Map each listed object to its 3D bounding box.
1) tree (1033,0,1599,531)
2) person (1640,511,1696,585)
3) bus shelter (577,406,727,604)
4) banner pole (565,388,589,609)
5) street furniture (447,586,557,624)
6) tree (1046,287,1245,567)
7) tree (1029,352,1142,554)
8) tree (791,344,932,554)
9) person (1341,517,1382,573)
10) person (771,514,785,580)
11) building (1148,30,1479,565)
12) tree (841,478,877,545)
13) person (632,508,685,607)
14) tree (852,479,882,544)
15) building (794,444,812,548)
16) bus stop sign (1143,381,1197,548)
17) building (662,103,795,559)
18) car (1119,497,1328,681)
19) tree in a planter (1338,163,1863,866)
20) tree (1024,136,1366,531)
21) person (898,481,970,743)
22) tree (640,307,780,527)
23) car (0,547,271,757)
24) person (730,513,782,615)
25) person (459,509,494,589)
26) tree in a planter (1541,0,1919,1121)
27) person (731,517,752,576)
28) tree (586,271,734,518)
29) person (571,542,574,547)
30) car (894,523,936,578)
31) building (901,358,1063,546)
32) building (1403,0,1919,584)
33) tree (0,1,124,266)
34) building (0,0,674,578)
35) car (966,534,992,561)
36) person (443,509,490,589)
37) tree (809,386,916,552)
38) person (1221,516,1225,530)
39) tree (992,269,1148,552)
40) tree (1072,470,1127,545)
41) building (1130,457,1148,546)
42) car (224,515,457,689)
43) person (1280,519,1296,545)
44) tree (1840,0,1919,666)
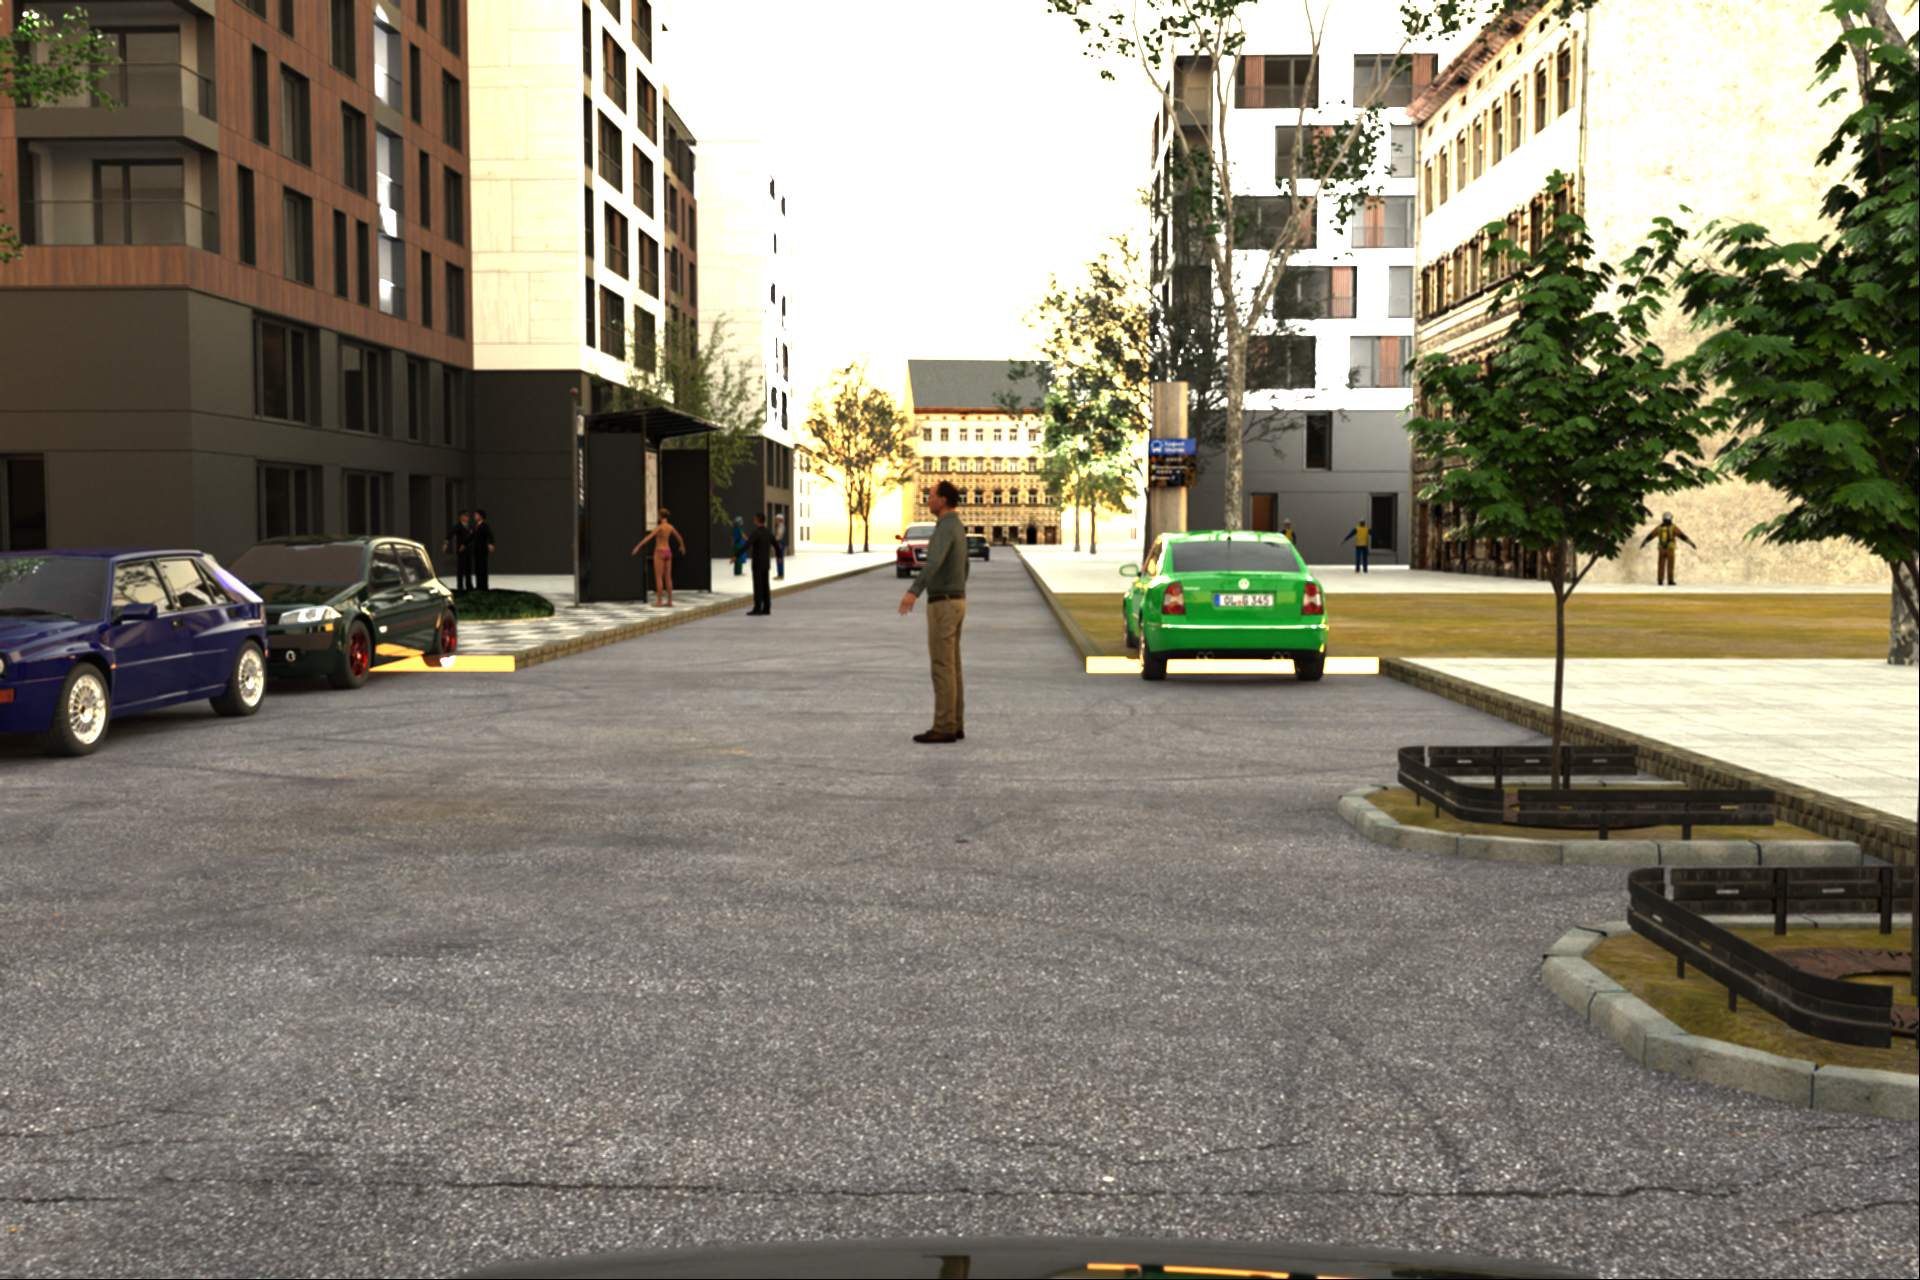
[{"bbox_3d":[7.211,-11.099,37.357,12.611,20.169,13.585,0,3,0],"label":"tree"},{"bbox_3d":[17.771,-2.310,43.530,1.354,1.858,0.705,3,4,39],"label":"person"},{"bbox_3d":[-6.140,-2.676,35.039,1.731,3.624,6.357,0,4,3],"label":"bus shelter"},{"bbox_3d":[-6.600,-2.446,30.012,0.401,3.779,0.863,0,4,3],"label":"banner pole"},{"bbox_3d":[-10.847,-0.527,24.240,10.072,0.657,5.734,-1,4,-11],"label":"street furniture"},{"bbox_3d":[7.058,-8.073,66.413,8.767,10.594,7.601,1,4,21],"label":"tree"},{"bbox_3d":[8.002,-11.649,108.594,7.486,12.596,7.792,0,3,0],"label":"tree"},{"bbox_3d":[-6.933,-12.293,111.361,12.009,13.543,11.850,0,3,0],"label":"tree"},{"bbox_3d":[13.377,-3.162,57.666,1.349,1.833,0.705,0,4,6],"label":"person"},{"bbox_3d":[-5.124,-2.634,48.929,0.705,1.847,1.347,0,4,3],"label":"person"},{"bbox_3d":[23.255,-14.855,86.859,27.936,21.610,32.646,0,4,2],"label":"building"},{"bbox_3d":[-12.355,-15.993,211.851,4.737,8.622,4.395,0,3,0],"label":"tree"},{"bbox_3d":[-5.306,-1.458,30.641,0.721,1.733,1.217,3,4,37],"label":"person"},{"bbox_3d":[-11.228,-16.279,216.519,4.360,8.622,3.978,0,3,0],"label":"tree"},{"bbox_3d":[-19.228,-14.115,172.935,9.099,9.664,28.070,0,4,1],"label":"building"},{"bbox_3d":[3.650,-2.520,30.213,0.837,3.901,0.837,0,4,1],"label":"bus stop sign"},{"bbox_3d":[-24.173,-14.934,88.147,27.936,21.610,32.646,0,4,1],"label":"building"},{"bbox_3d":[2.708,-0.584,18.339,1.959,1.807,4.718,0,4,2],"label":"car"},{"bbox_3d":[2.925,-0.683,8.396,1.991,3.239,1.994,0,4,1],"label":"tree in a planter"},{"bbox_3d":[7.116,-8.817,54.531,12.009,13.543,11.850,0,3,0],"label":"tree"},{"bbox_3d":[-0.128,-0.201,12.009,0.705,1.796,1.348,1,4,15],"label":"person"},{"bbox_3d":[-8.354,-6.523,57.007,4.737,8.622,4.395,0,3,0],"label":"tree"},{"bbox_3d":[-6.460,0.012,12.377,1.945,1.354,3.894,0,4,1],"label":"car"},{"bbox_3d":[-3.549,-1.344,30.661,0.704,1.802,1.346,2,4,34],"label":"person"},{"bbox_3d":[-10.305,-1.893,37.144,0.705,1.806,1.347,-3,5,-44],"label":"person"},{"bbox_3d":[2.842,-0.478,5.032,1.991,3.239,1.994,0,4,1],"label":"tree in a planter"},{"bbox_3d":[-6.764,-2.879,53.192,0.704,1.817,1.347,-2,4,-32],"label":"person"},{"bbox_3d":[-8.572,-6.027,48.898,4.360,8.622,3.978,0,3,0],"label":"tree"},{"bbox_3d":[-10.561,-2.610,48.902,0.704,1.802,1.346,1,4,15],"label":"person"},{"bbox_3d":[-1.030,-3.034,58.280,2.281,1.827,5.304,0,4,1],"label":"car"},{"bbox_3d":[2.401,-23.393,215.868,18.063,23.208,19.493,0,4,-6],"label":"building"},{"bbox_3d":[25.346,-13.577,52.910,19.493,23.208,18.063,0,4,1],"label":"building"},{"bbox_3d":[-12.323,-5.609,17.467,9.928,11.665,9.643,0,3,0],"label":"tree"},{"bbox_3d":[-25.798,-12.730,52.111,27.936,21.610,32.646,0,4,2],"label":"building"},{"bbox_3d":[0.709,-5.087,92.955,2.009,1.686,4.222,0,4,0],"label":"car"},{"bbox_3d":[-11.222,-2.041,39.305,0.705,1.837,1.347,3,4,36],"label":"person"},{"bbox_3d":[-6.763,-12.021,122.293,9.928,11.665,9.643,0,3,0],"label":"tree"},{"bbox_3d":[7.744,-2.693,50.164,0.705,1.813,1.348,1,4,21],"label":"person"},{"bbox_3d":[8.329,-16.329,122.871,12.611,20.169,13.585,0,3,0],"label":"tree"},{"bbox_3d":[17.151,-17.005,212.441,7.601,10.594,8.767,1,4,11],"label":"tree"},{"bbox_3d":[23.850,-15.087,188.814,9.099,9.664,28.070,0,4,2],"label":"building"},{"bbox_3d":[-6.372,-0.457,17.253,2.009,1.686,4.222,0,4,2],"label":"car"},{"bbox_3d":[10.657,-3.084,56.881,1.216,1.772,0.721,-3,5,-42],"label":"person"},{"bbox_3d":[9.575,-9.910,17.922,12.611,20.169,13.585,0,3,0],"label":"tree"}]
